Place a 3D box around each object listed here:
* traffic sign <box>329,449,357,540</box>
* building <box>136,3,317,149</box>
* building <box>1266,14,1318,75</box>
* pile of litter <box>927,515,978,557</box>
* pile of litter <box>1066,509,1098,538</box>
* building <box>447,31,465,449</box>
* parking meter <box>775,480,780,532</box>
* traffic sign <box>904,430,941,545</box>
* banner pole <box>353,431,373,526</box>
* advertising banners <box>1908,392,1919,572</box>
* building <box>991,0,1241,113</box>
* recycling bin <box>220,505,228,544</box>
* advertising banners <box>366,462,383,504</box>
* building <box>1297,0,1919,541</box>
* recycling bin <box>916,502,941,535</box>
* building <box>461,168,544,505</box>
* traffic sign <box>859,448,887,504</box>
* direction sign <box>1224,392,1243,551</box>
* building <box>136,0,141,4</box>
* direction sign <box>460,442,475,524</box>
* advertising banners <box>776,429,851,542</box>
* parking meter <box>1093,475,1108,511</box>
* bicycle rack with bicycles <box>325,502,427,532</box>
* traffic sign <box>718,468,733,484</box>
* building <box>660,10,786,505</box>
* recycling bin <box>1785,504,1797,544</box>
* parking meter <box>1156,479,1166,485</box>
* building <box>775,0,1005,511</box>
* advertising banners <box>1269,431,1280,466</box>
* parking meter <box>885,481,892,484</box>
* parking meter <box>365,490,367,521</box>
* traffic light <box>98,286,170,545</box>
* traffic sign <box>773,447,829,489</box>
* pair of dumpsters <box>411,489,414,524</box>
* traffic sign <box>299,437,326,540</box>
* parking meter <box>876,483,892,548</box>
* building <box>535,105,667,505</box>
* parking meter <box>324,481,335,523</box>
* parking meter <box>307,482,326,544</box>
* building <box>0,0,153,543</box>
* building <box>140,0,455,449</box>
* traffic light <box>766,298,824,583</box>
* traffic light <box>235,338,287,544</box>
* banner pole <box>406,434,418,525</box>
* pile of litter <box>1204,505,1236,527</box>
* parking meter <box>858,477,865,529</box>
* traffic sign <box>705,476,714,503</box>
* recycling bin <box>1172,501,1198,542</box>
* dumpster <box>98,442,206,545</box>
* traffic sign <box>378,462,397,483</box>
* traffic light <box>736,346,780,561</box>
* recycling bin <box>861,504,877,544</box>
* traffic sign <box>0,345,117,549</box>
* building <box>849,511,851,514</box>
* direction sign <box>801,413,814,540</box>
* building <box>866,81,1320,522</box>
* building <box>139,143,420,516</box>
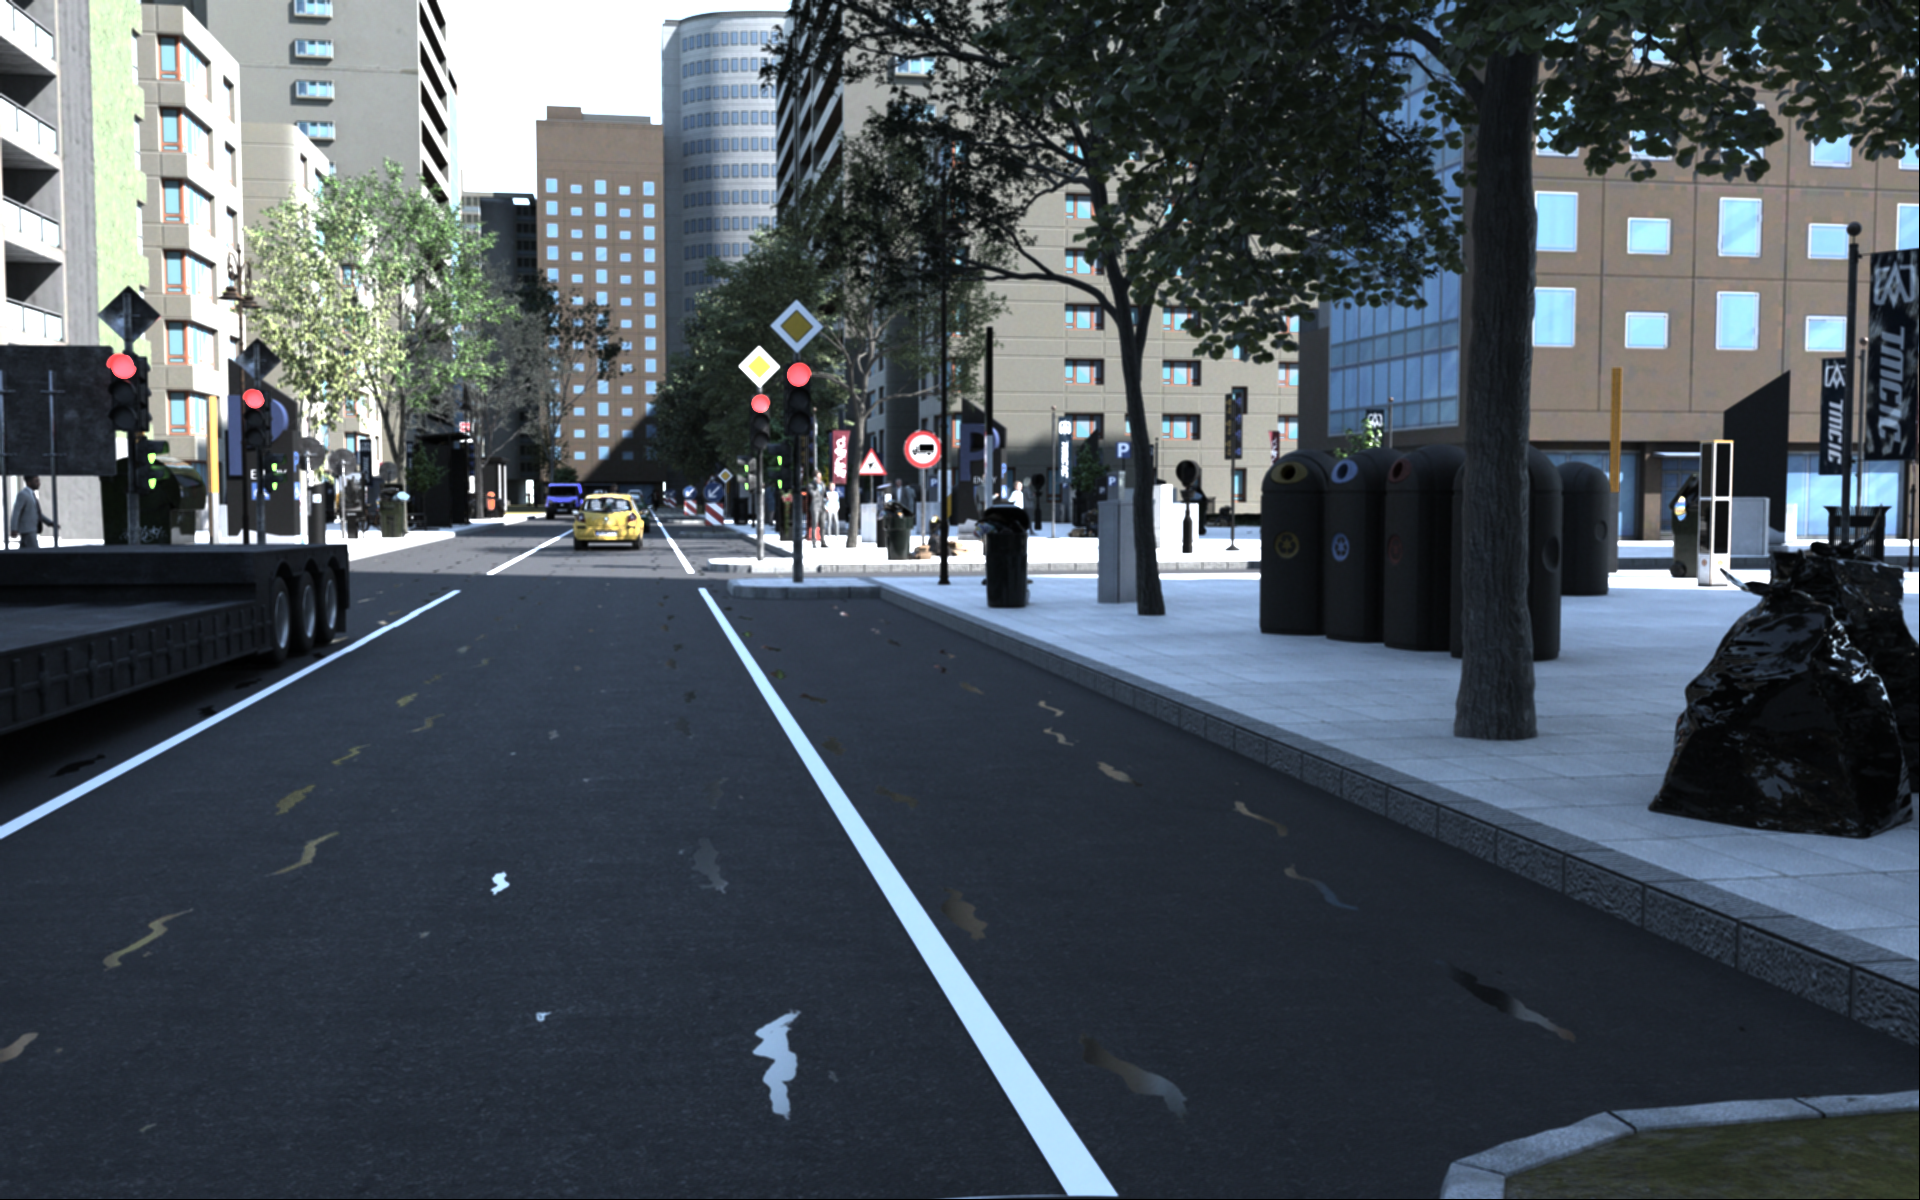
[{"bbox_3d":[-17.323,-2.969,48.644,0.768,2.556,0.104,0,4,-6],"label":"traffic sign"},{"bbox_3d":[-43.639,-13.963,73.327,27.650,21.520,28.899,-1,4,-10],"label":"building"},{"bbox_3d":[36.844,-44.950,173.188,20.611,71.187,20.563,-1,4,-10],"label":"building"},{"bbox_3d":[-0.193,-1.357,36.155,1.176,0.858,1.719,1,4,14],"label":"pile of litter"},{"bbox_3d":[3.647,-2.266,51.009,1.176,0.858,1.719,2,4,33],"label":"pile of litter"},{"bbox_3d":[-54.110,-31.206,160.322,14.200,45.320,14.600,-1,4,-10],"label":"building"},{"bbox_3d":[-6.072,-3.216,58.287,0.255,1.863,0.399,0,4,4],"label":"parking meter"},{"bbox_3d":[-0.734,-2.100,34.439,0.768,2.556,0.104,0,4,-3],"label":"traffic sign"},{"bbox_3d":[-23.892,-4.843,69.202,0.863,3.779,0.401,-2,4,-24],"label":"banner pole"},{"bbox_3d":[15.836,-1.992,28.756,0.090,3.025,2.074,2,4,28],"label":"advertising banners"},{"bbox_3d":[15.991,-33.377,169.412,21.600,48.544,21.300,-1,4,-10],"label":"building"},{"bbox_3d":[-16.738,-1.693,40.232,0.722,1.027,0.722,-2,4,-33],"label":"recycling bin"},{"bbox_3d":[-31.918,-6.001,94.300,0.090,3.025,2.074,1,4,18],"label":"advertising banners"},{"bbox_3d":[19.759,-24.615,52.571,14.200,45.320,14.600,-1,4,-10],"label":"building"},{"bbox_3d":[-0.914,-2.610,55.223,0.722,1.027,0.722,3,5,42],"label":"recycling bin"},{"bbox_3d":[-62.287,-31.614,208.770,23.993,40.220,32.217,-1,4,-10],"label":"building"},{"bbox_3d":[-2.479,-2.970,48.564,0.884,2.594,0.081,0,4,-3],"label":"traffic sign"},{"bbox_3d":[6.143,-2.871,38.937,0.379,3.537,0.876,-1,4,-15],"label":"direction sign"},{"bbox_3d":[-103.381,-53.921,194.272,31.000,86.520,22.319,-1,4,-10],"label":"building"},{"bbox_3d":[-21.405,-5.094,75.289,0.379,3.537,0.876,2,4,25],"label":"direction sign"},{"bbox_3d":[-3.950,-3.096,46.799,2.074,3.025,0.090,-1,4,-17],"label":"advertising banners"},{"bbox_3d":[4.414,-2.979,54.416,0.399,1.863,0.255,-1,4,-13],"label":"parking meter"},{"bbox_3d":[-19.577,-2.764,58.578,2.852,0.926,2.925,2,4,24],"label":"bicycle rack with bicycles"},{"bbox_3d":[-11.732,-5.328,86.841,0.795,2.593,0.064,-1,4,-9],"label":"traffic sign"},{"bbox_3d":[-21.737,-40.889,210.541,28.212,58.520,21.231,-1,4,-10],"label":"building"},{"bbox_3d":[21.267,-1.989,45.066,0.722,1.027,0.722,0,4,8],"label":"recycling bin"},{"bbox_3d":[7.578,-3.633,65.116,0.399,1.863,0.255,1,4,9],"label":"parking meter"},{"bbox_3d":[-5.963,-33.107,164.998,21.300,48.544,21.600,-1,4,-10],"label":"building"},{"bbox_3d":[9.229,-3.205,48.582,0.090,3.025,2.074,3,5,44],"label":"advertising banners"},{"bbox_3d":[-3.278,-4.499,79.273,0.255,1.863,0.399,1,4,13],"label":"parking meter"},{"bbox_3d":[-27.871,-4.431,80.852,0.372,1.533,0.369,0,3,0],"label":"parking meter"},{"bbox_3d":[-11.183,-2.110,23.418,0.839,4.253,0.868,-1,4,-10],"label":"traffic light"},{"bbox_3d":[-6.190,-4.531,67.956,2.265,3.308,0.079,0,4,-4],"label":"traffic sign"},{"bbox_3d":[-23.320,-4.472,75.614,1.574,2.255,4.437,-1,4,-10],"label":"pair of dumpsters"},{"bbox_3d":[-14.493,-2.349,38.516,0.768,2.556,0.104,0,4,-6],"label":"traffic sign"},{"bbox_3d":[-1.799,-1.999,41.090,0.372,1.533,0.369,0,3,0],"label":"parking meter"},{"bbox_3d":[-41.962,-33.858,203.691,14.200,45.320,14.600,-1,4,-10],"label":"building"},{"bbox_3d":[-28.200,-4.392,77.520,0.399,1.863,0.255,-2,4,-33],"label":"parking meter"},{"bbox_3d":[-13.927,-1.779,37.490,0.372,1.533,0.369,0,3,0],"label":"parking meter"},{"bbox_3d":[-30.410,-22.048,44.073,14.154,41.232,14.086,-1,4,-10],"label":"building"},{"bbox_3d":[-53.281,-31.570,139.871,21.300,48.544,21.600,-1,4,-10],"label":"building"},{"bbox_3d":[-2.373,-2.210,25.053,0.839,4.253,0.868,-1,4,-10],"label":"traffic light"},{"bbox_3d":[-12.632,-2.590,31.271,0.839,4.253,0.868,-1,4,-10],"label":"traffic light"},{"bbox_3d":[-22.762,-5.020,72.086,0.401,3.779,0.863,1,4,21],"label":"banner pole"},{"bbox_3d":[10.189,-3.290,67.763,1.176,0.858,1.719,-1,4,-14],"label":"pile of litter"},{"bbox_3d":[-3.527,-3.345,60.408,0.399,1.863,0.255,0,4,-4],"label":"parking meter"},{"bbox_3d":[-15.062,-6.441,105.318,0.884,2.594,0.081,0,4,-2],"label":"traffic sign"},{"bbox_3d":[5.945,-2.058,46.210,0.722,1.027,0.722,0,3,0],"label":"recycling bin"},{"bbox_3d":[-14.918,-1.800,31.927,1.502,2.255,1.985,-1,4,-11],"label":"dumpster"},{"bbox_3d":[-22.671,-4.198,68.737,0.768,2.556,0.104,-1,4,-8],"label":"traffic sign"},{"bbox_3d":[-3.821,-2.690,32.906,0.839,4.253,0.868,-1,4,-10],"label":"traffic light"},{"bbox_3d":[-2.110,-2.003,45.302,0.722,1.027,0.722,3,5,41],"label":"recycling bin"},{"bbox_3d":[-12.749,-1.825,23.714,2.265,3.308,0.079,0,4,-7],"label":"traffic sign"},{"bbox_3d":[-1.789,-31.802,143.666,21.300,48.544,21.600,-1,4,-10],"label":"building"},{"bbox_3d":[-4.309,-3.477,48.844,0.379,3.537,0.876,-2,4,-30],"label":"direction sign"},{"bbox_3d":[10.455,-15.277,94.824,27.650,21.520,28.899,-1,4,-10],"label":"building"},{"bbox_3d":[-52.196,-16.528,115.269,27.650,21.520,28.899,-1,4,-10],"label":"building"}]
